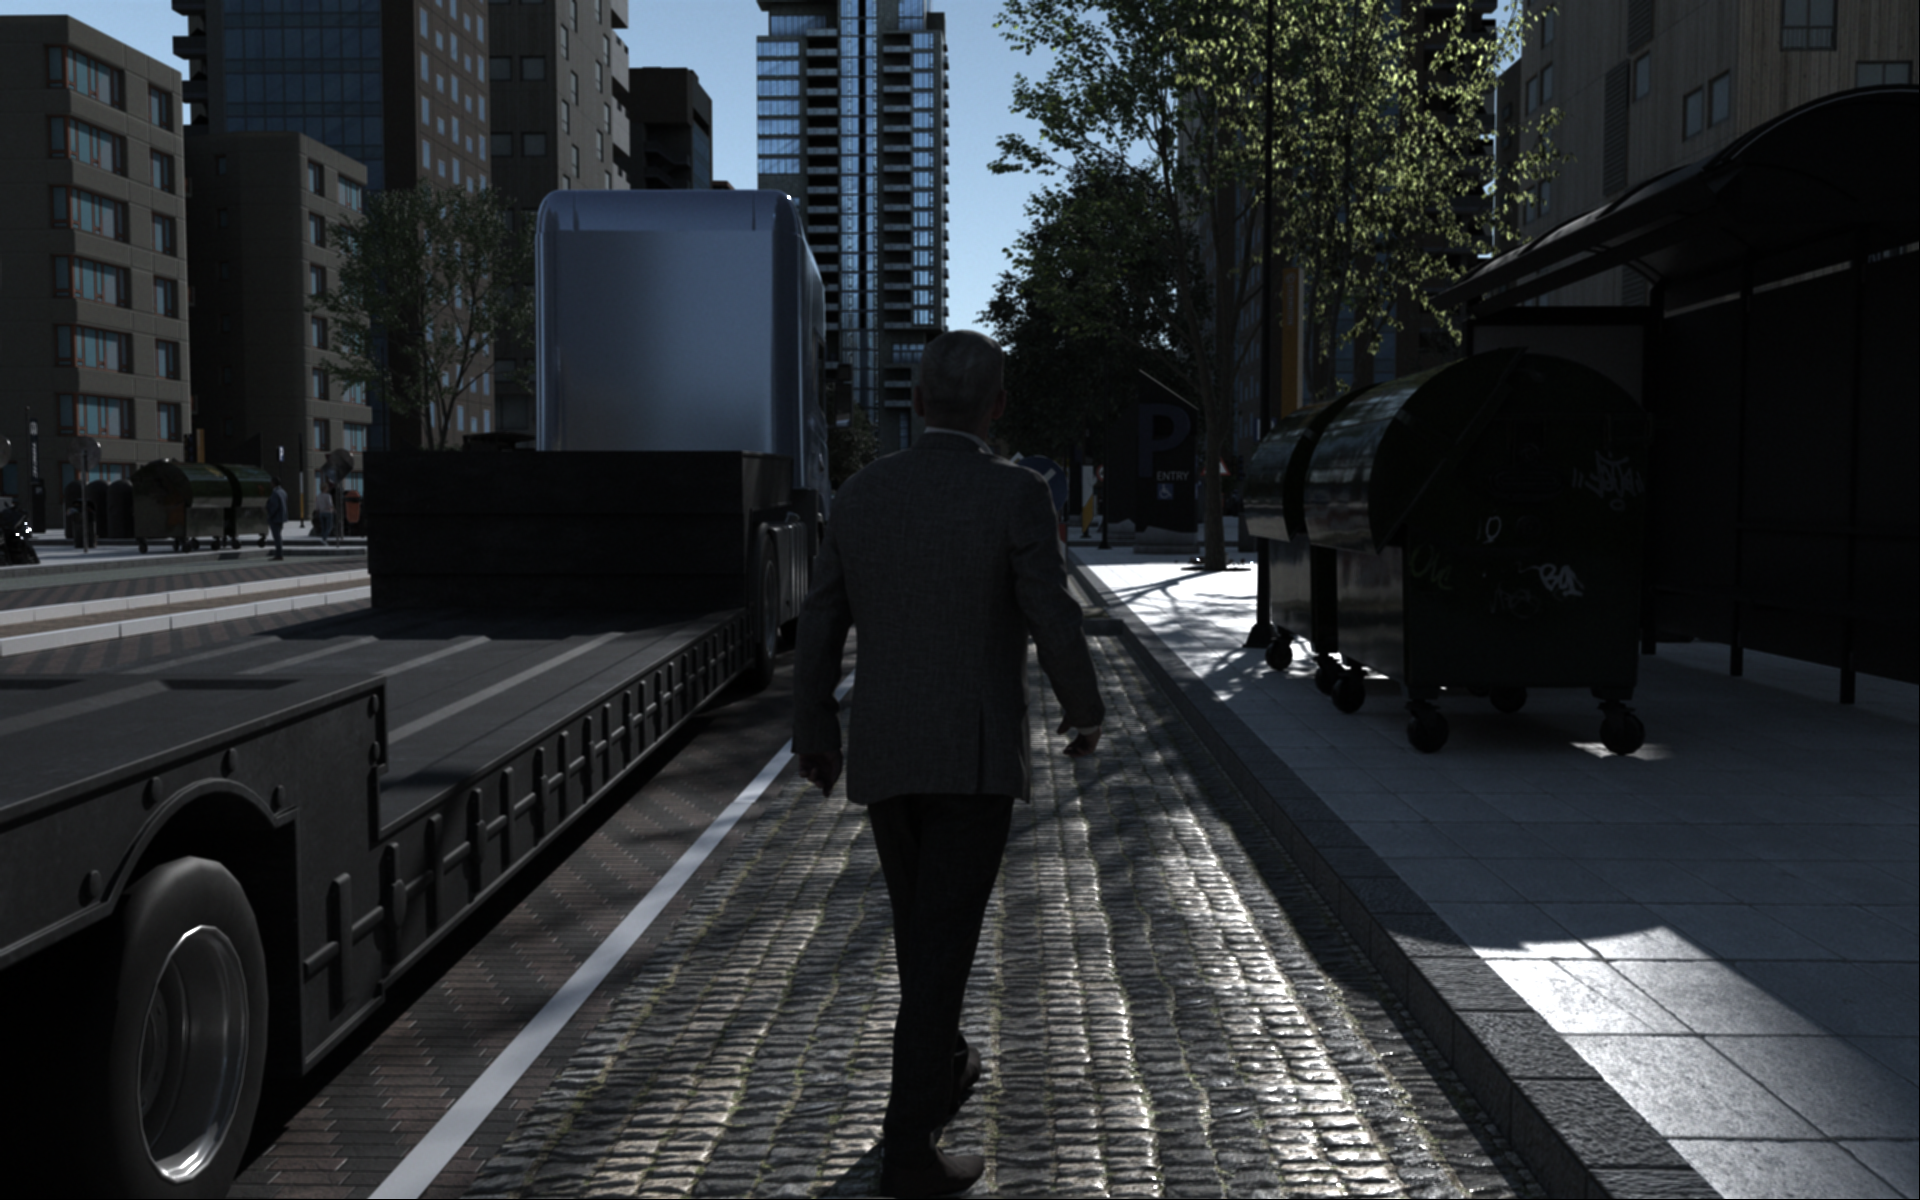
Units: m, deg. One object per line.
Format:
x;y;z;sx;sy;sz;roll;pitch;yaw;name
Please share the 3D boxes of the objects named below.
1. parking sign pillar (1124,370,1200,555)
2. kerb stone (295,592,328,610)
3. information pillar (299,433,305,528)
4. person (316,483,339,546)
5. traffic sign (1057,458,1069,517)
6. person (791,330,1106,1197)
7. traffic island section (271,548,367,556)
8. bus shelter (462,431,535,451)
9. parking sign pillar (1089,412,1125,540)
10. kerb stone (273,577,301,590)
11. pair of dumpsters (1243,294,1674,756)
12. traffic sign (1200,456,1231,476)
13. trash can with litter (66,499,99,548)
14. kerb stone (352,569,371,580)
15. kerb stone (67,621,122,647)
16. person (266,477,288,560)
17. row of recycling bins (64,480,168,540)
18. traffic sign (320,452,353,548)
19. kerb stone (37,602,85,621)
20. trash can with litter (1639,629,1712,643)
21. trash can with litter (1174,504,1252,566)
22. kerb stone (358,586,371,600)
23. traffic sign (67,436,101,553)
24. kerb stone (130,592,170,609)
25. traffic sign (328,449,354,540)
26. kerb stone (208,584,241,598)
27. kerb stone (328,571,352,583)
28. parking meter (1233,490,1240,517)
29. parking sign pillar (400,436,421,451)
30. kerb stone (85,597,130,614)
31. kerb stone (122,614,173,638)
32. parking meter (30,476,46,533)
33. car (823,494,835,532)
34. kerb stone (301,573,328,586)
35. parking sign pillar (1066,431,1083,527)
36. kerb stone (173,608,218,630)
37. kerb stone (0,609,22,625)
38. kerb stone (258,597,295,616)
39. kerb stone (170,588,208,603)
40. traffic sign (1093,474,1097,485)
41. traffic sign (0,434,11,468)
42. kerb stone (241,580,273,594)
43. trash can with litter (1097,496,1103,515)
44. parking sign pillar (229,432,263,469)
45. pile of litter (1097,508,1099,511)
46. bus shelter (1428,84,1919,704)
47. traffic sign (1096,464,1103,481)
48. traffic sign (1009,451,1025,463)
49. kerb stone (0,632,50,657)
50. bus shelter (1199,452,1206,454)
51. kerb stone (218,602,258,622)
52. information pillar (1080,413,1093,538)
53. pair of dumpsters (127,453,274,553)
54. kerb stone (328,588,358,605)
4.459;-2.987;37.311;1.447;3.967;1.447;1;4;17;parking sign pillar
-8.258;0.022;21.832;0.120;0.150;1.000;0;4;2;kerb stone
-25.115;-4.567;66.031;0.183;3.616;0.504;-1;4;-23;information pillar
-17.159;-2.306;46.871;0.731;1.740;0.598;0;4;4;person
6.086;-6.275;96.476;2.265;3.308;0.079;0;4;6;traffic sign
-0.004;0.313;3.775;0.661;1.777;0.834;1;4;20;person
-14.842;-1.161;41.259;2.009;0.180;2.903;0;4;2;traffic island section
-17.562;-4.653;67.367;1.731;3.624;6.357;0;4;2;bus shelter
4.711;-3.672;48.502;1.447;3.967;1.447;-2;4;-34;parking sign pillar
-10.224;-0.236;26.062;0.120;0.150;1.000;0;4;2;kerb stone
2.792;-0.490;10.506;1.574;2.255;4.437;0;4;2;pair of dumpsters
7.346;-3.049;49.862;0.884;2.594;0.081;0;4;4;traffic sign
-20.868;-1.824;41.210;0.624;1.170;1.055;-1;4;-21;trash can with litter
-10.126;-0.424;29.134;0.120;0.150;1.000;0;4;2;kerb stone
-8.427;0.337;16.707;0.120;0.150;1.000;0;4;2;kerb stone
-14.676;-1.746;37.234;0.419;1.800;0.721;-1;4;-9;person
-24.182;-2.597;49.582;3.534;1.692;1.069;1;4;21;row of recycling bins
-14.818;-2.297;41.197;0.795;2.450;0.064;0;4;2;traffic sign
-10.416;0.139;19.917;0.120;0.150;1.000;0;4;2;kerb stone
6.369;-0.231;15.162;1.055;1.170;0.624;0;4;-1;trash can with litter
4.835;-1.292;32.181;1.678;1.210;2.233;1;4;17;trash can with litter
-8.195;-0.103;23.875;0.120;0.150;1.000;0;4;2;kerb stone
-19.124;-2.306;37.817;0.768;2.556;0.104;0;4;3;traffic sign
-10.355;0.022;21.970;0.120;0.150;1.000;0;4;2;kerb stone
-17.387;-2.968;48.641;0.768;2.556;0.104;0;4;7;traffic sign
-10.286;-0.102;24.014;0.120;0.150;1.000;0;4;2;kerb stone
-10.159;-0.362;28.113;0.120;0.150;1.000;0;4;2;kerb stone
15.536;-5.443;97.404;0.372;1.533;0.369;0;3;0;parking meter
-25.553;-5.681;81.357;1.447;3.967;1.447;-3;5;-43;parking sign pillar
-10.385;0.080;20.946;0.120;0.150;1.000;0;4;2;kerb stone
-8.390;0.273;17.732;0.120;0.150;1.000;0;4;2;kerb stone
-30.118;-3.113;56.604;0.255;1.863;0.399;3;5;44;parking meter
-4.270;-3.232;64.648;2.131;1.459;4.920;0;4;0;car
-10.191;-0.299;27.092;0.120;0.150;1.000;0;4;2;kerb stone
4.727;-4.867;68.044;1.447;3.967;1.447;2;4;26;parking sign pillar
-8.353;0.211;18.754;0.120;0.150;1.000;0;4;2;kerb stone
-10.445;0.204;18.893;0.120;0.150;1.000;0;4;2;kerb stone
-8.290;0.085;20.802;0.120;0.150;1.000;0;4;2;kerb stone
-10.317;-0.048;22.992;0.120;0.150;1.000;0;4;2;kerb stone
8.096;-6.543;107.084;0.768;2.556;0.104;0;4;4;traffic sign
-19.965;-2.182;35.785;0.768;2.556;0.104;0;4;5;traffic sign
-10.249;-0.173;25.035;0.120;0.150;1.000;0;4;2;kerb stone
8.591;-5.767;105.671;0.624;1.170;1.055;-1;4;-16;trash can with litter
-30.739;-5.268;74.597;1.447;3.967;1.447;-1;4;-19;parking sign pillar
9.966;-6.599;121.861;1.719;0.858;1.176;-1;4;-11;pile of litter
4.724;-1.066;11.345;2.014;3.302;5.546;0;4;2;bus shelter
5.982;-4.356;71.330;0.768;2.556;0.104;0;4;5;traffic sign
1.368;-2.265;40.669;0.795;2.450;0.064;0;4;2;traffic sign
-8.447;0.398;15.685;0.120;0.150;1.000;0;4;2;kerb stone
8.299;-4.519;67.808;2.014;3.302;5.546;0;4;2;bus shelter
-8.324;0.153;19.776;0.120;0.150;1.000;0;4;2;kerb stone
3.723;-3.621;50.558;0.183;3.616;0.504;2;4;35;information pillar
-17.184;-2.256;39.387;1.574;2.255;4.437;0;4;2;pair of dumpsters
-8.221;-0.035;22.854;0.120;0.150;1.000;0;4;2;kerb stone
